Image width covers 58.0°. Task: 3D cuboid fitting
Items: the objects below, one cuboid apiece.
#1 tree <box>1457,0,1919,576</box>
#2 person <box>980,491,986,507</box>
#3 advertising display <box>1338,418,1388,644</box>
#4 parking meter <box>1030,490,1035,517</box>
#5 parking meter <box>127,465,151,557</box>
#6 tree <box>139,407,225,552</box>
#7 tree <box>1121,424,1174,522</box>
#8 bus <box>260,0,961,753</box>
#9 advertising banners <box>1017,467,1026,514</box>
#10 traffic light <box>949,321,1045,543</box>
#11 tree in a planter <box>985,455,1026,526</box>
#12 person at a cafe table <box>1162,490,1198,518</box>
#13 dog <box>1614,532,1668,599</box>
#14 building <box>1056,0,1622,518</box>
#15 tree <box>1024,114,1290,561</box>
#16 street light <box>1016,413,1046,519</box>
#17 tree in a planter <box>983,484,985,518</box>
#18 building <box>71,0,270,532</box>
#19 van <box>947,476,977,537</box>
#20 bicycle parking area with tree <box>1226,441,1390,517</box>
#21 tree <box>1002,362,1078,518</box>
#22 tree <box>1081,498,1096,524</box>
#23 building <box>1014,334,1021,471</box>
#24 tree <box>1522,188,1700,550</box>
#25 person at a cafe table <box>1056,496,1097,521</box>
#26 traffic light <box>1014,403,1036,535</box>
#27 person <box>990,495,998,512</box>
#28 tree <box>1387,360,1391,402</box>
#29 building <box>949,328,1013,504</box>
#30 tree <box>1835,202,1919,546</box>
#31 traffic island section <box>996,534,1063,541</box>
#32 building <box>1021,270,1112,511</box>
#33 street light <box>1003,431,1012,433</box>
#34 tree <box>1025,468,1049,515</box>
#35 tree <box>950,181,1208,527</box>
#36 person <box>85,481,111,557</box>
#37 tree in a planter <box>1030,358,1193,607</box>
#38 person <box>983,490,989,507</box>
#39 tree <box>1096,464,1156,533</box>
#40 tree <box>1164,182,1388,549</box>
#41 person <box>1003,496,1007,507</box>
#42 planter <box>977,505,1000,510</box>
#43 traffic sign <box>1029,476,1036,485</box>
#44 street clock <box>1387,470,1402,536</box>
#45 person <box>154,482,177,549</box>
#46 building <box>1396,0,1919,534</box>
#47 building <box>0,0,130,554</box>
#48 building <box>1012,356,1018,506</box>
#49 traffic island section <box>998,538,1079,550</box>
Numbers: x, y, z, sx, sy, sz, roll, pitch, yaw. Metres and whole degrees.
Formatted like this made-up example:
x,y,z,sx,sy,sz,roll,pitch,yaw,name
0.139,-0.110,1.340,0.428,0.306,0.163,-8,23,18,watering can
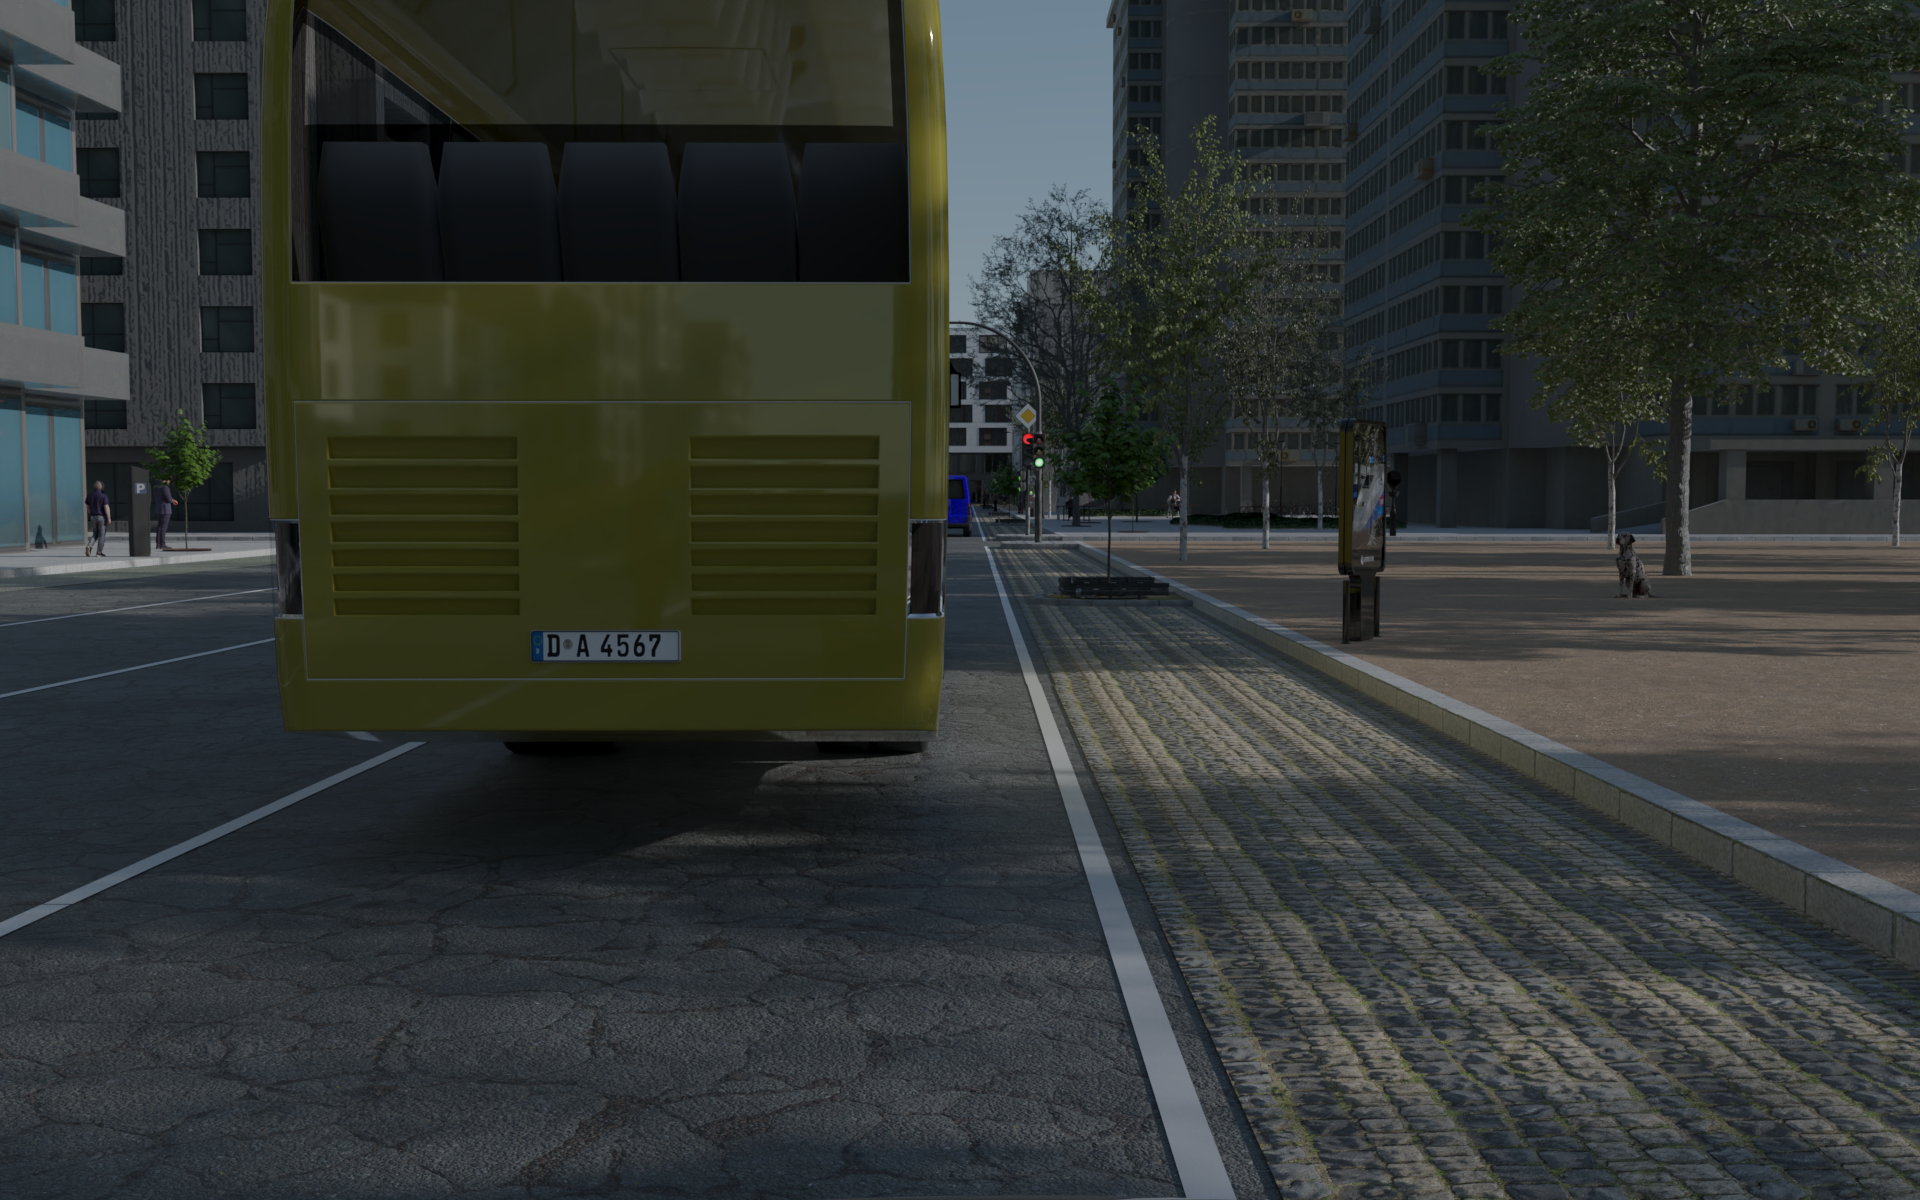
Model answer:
x,y,z,sx,sy,sz,roll,pitch,yaw,name
11.464,-6.632,26.564,7.486,12.596,7.792,0,3,0,tree
2.251,-9.463,163.936,0.721,1.735,1.217,2,4,35,person
3.526,-0.608,15.157,0.123,1.923,0.974,2,4,31,advertising display
4.046,-5.386,96.467,0.372,1.533,0.369,0,3,0,parking meter
-16.824,-1.823,35.518,0.399,1.863,0.255,-3,5,-45,parking meter
-17.538,-2.707,38.855,1.663,3.219,1.824,0,3,0,tree
8.079,-5.851,79.375,4.285,4.588,4.351,0,3,0,tree
-1.369,-1.275,12.400,2.896,3.916,12.252,0,4,-1,bus
3.955,-6.982,110.343,0.090,3.025,2.074,-1,4,-13,advertising banners
-0.048,-4.336,45.559,4.771,5.953,1.251,0,4,0,traffic light
2.238,-4.962,78.358,1.991,3.239,1.994,0,4,0,tree in a planter
11.488,-5.102,91.925,1.698,1.524,1.622,-1,4,-17,person at a cafe table
8.433,-0.428,21.378,0.800,0.831,0.513,0,4,5,dog
22.890,-25.875,114.943,32.217,40.220,23.993,0,4,0,building
4.073,-5.067,33.215,4.737,8.622,4.395,0,3,0,tree
3.759,-7.162,89.642,1.470,5.913,1.316,0,4,0,street light
2.366,-6.617,105.417,1.991,3.239,1.994,0,4,0,tree in a planter
-26.289,-17.841,63.403,14.160,30.474,14.107,0,4,0,building
-0.547,-3.374,59.544,2.240,2.365,5.245,0,4,1,van
19.365,-6.635,95.476,8.231,4.147,9.016,-2,4,-30,bicycle parking area with tree
4.604,-8.753,93.469,4.360,8.622,3.978,0,3,0,tree
5.650,-4.978,75.991,1.663,3.219,1.824,0,3,0,tree
13.304,-18.983,166.799,16.016,20.091,11.380,0,4,0,building
14.925,-5.453,39.521,4.737,8.622,4.395,0,3,0,tree
5.512,-4.590,83.554,1.698,1.524,1.622,-1,4,-15,person at a cafe table
2.083,-3.961,53.675,0.839,4.253,0.868,0,4,0,traffic light
2.861,-8.133,141.479,0.705,1.823,1.348,2,4,28,person
12.235,-6.602,58.302,4.360,8.622,3.978,0,3,0,tree
-7.222,-23.415,226.815,32.646,21.610,27.936,0,4,0,building
23.427,-5.654,42.807,4.737,8.622,4.395,0,3,0,tree
2.123,-1.927,53.789,2.009,0.180,2.903,0,4,0,traffic island section
13.964,-17.062,145.423,16.747,18.905,31.486,0,4,0,building
3.927,-9.543,128.575,1.470,5.913,1.316,0,4,0,street light
4.797,-6.754,105.034,1.663,3.219,1.824,0,3,0,tree
4.546,-9.638,67.956,12.009,13.543,11.850,0,3,0,tree
-17.671,-1.658,35.357,0.569,1.553,0.471,3,5,43,person
1.973,-1.565,22.806,1.991,3.239,1.994,0,4,0,tree in a planter
2.415,-9.201,159.378,0.568,1.767,0.683,-1,4,-15,person
5.634,-3.851,57.565,1.663,3.219,1.824,0,3,0,tree
6.911,-5.492,40.149,4.360,8.622,3.978,0,3,0,tree
4.358,-9.782,169.217,0.421,1.427,0.697,1,4,10,person
2.603,-8.224,155.602,1.991,0.319,1.994,0,4,0,planter
4.038,-5.799,96.937,0.606,2.300,0.079,0,4,6,traffic sign
13.215,-2.951,52.822,0.471,2.002,0.358,1,4,10,street clock
-18.536,-2.078,40.462,0.683,1.767,0.568,2,4,31,person
29.342,-23.115,69.820,23.993,40.220,32.217,0,4,0,building
-34.342,-25.214,31.858,30.456,49.044,23.786,0,4,0,building
14.445,-19.680,188.224,16.747,18.905,31.486,0,4,0,building
2.084,-1.439,45.804,2.009,0.180,2.903,0,4,0,traffic island section
